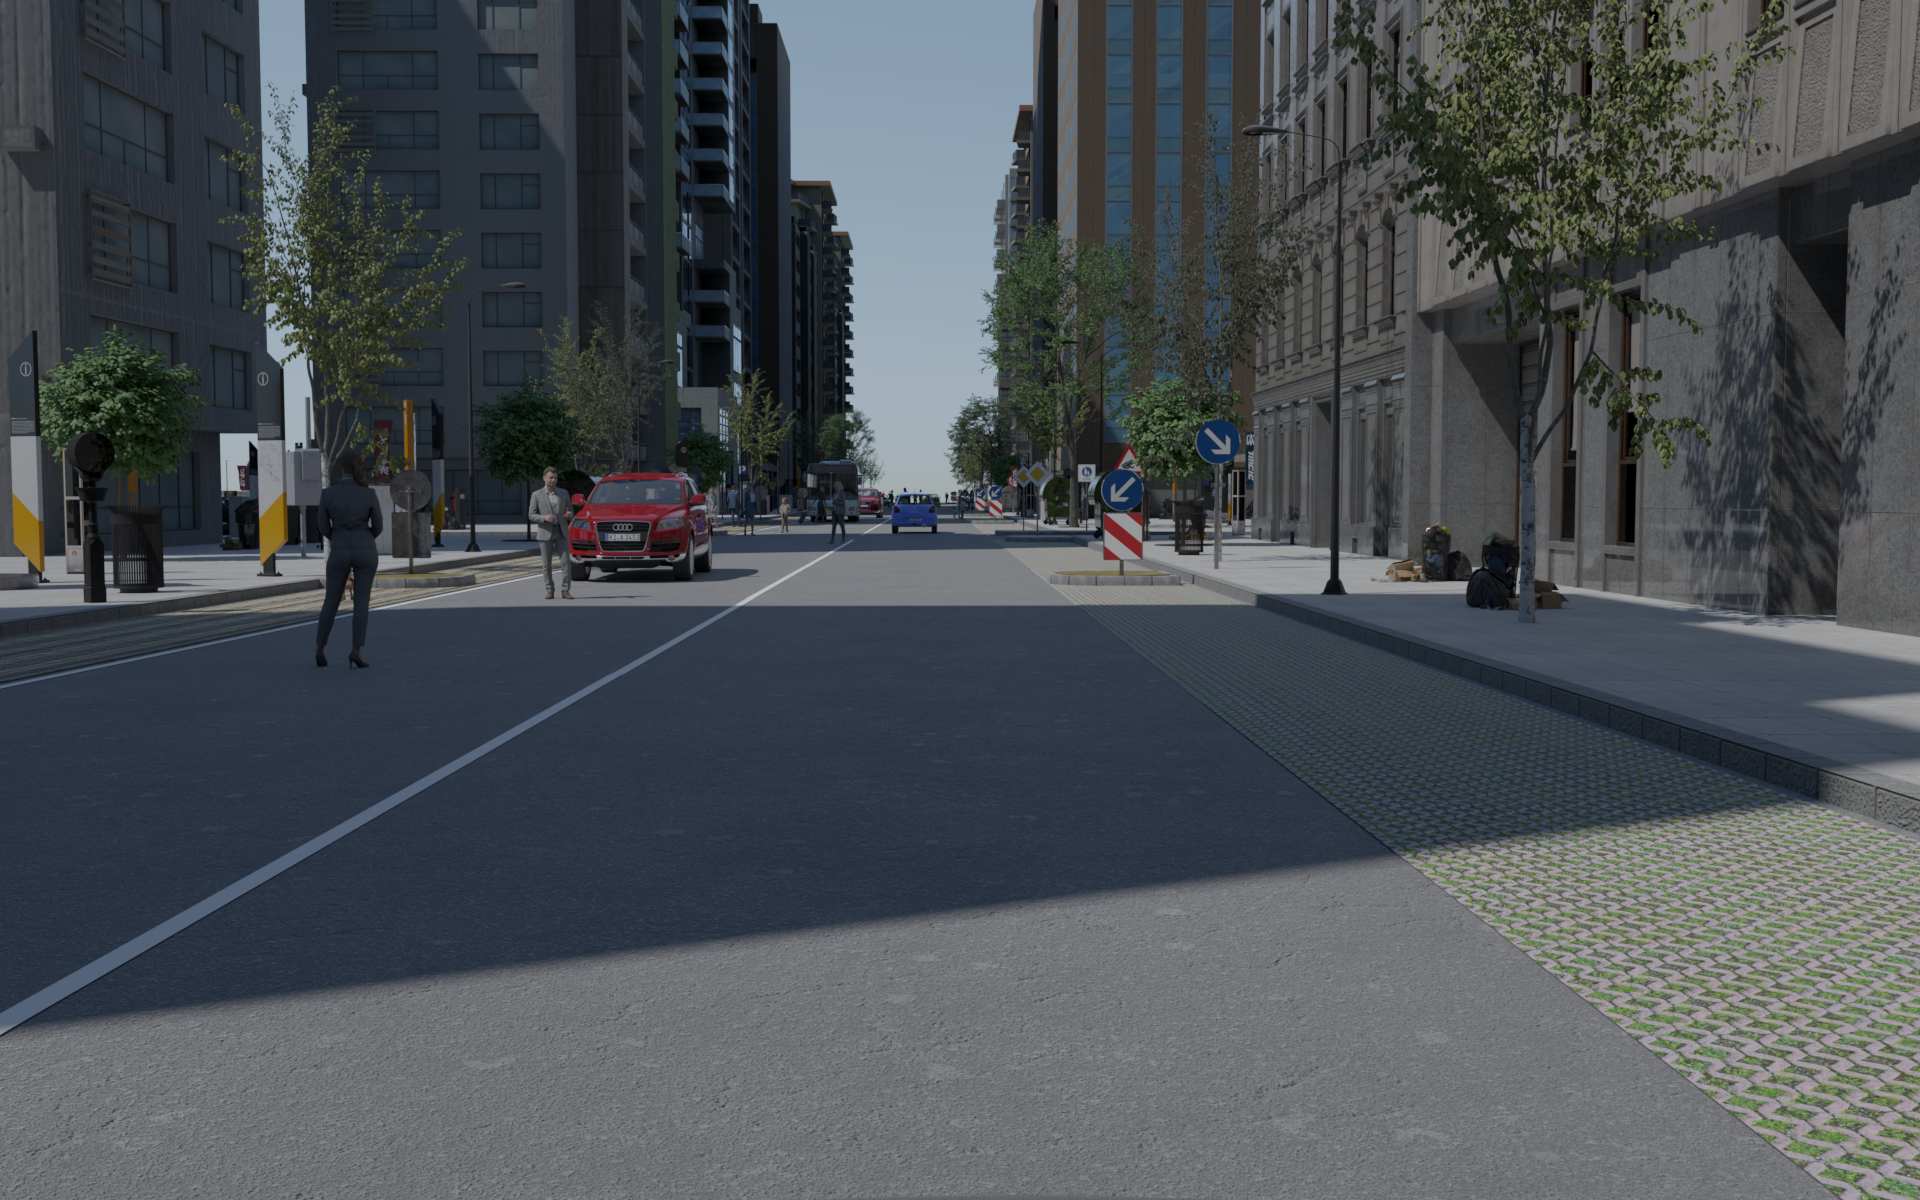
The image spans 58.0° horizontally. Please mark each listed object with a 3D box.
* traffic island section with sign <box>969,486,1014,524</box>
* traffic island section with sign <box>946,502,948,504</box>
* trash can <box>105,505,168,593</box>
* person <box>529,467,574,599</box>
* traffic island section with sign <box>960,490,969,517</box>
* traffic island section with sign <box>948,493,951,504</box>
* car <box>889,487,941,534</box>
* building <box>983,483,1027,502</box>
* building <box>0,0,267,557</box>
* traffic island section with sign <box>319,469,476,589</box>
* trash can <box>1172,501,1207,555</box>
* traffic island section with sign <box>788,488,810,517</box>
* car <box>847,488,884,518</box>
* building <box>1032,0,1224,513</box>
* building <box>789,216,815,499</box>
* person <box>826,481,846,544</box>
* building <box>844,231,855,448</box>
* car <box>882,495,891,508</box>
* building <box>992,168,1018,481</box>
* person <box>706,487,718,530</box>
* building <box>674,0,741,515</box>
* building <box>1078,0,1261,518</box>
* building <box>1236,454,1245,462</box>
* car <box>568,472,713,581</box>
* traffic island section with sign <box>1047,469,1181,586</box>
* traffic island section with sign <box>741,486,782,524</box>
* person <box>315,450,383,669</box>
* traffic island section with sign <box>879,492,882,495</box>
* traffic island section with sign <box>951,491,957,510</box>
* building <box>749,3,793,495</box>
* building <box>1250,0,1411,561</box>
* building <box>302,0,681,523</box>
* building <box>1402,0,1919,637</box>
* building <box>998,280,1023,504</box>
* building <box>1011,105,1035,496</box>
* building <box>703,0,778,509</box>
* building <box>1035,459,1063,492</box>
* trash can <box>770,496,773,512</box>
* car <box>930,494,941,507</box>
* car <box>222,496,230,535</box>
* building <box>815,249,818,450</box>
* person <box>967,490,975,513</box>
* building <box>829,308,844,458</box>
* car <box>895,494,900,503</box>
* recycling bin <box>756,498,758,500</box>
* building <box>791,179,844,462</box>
[{"bbox_3d":[1.571,-4.543,82.904,1.989,1.847,2.006,0,4,-1],"label":"traffic island section with sign"},{"bbox_3d":[-0.856,-14.304,242.494,1.989,1.847,2.006,0,4,-1],"label":"traffic island section with sign"},{"bbox_3d":[-10.715,-0.668,22.574,0.748,1.137,0.748,0,3,0],"label":"trash can"},{"bbox_3d":[-5.525,-0.910,23.573,0.606,1.804,0.583,-2,4,-30],"label":"person"},{"bbox_3d":[1.146,-6.220,110.330,1.989,1.847,2.006,0,4,-1],"label":"traffic island section with sign"},{"bbox_3d":[-0.021,-10.939,187.477,1.989,1.847,2.006,0,4,-1],"label":"traffic island section with sign"},{"bbox_3d":[-1.678,-3.339,64.184,1.945,1.707,3.694,0,4,-1],"label":"car"},{"bbox_3d":[19.889,-36.139,282.751,32.217,40.220,23.993,0,4,-1],"label":"building"},{"bbox_3d":[-25.171,-21.841,40.700,14.086,41.232,14.154,0,4,-1],"label":"building"},{"bbox_3d":[-8.693,-1.126,27.044,1.989,1.847,2.006,0,4,-1],"label":"traffic island section with sign"},{"bbox_3d":[4.820,-1.516,36.435,0.748,1.137,0.748,0,3,0],"label":"trash can"},{"bbox_3d":[-9.973,-6.211,110.171,1.989,1.847,2.006,0,4,-1],"label":"traffic island section with sign"},{"bbox_3d":[-5.676,-5.826,103.932,2.281,1.827,5.304,0,4,0],"label":"car"},{"bbox_3d":[13.434,-30.350,146.325,14.600,45.320,14.200,0,4,-1],"label":"building"},{"bbox_3d":[-22.815,-24.877,178.442,14.160,30.474,14.107,0,4,-1],"label":"building"},{"bbox_3d":[-3.518,-2.514,49.780,0.526,1.800,0.537,-3,4,-36],"label":"person"},{"bbox_3d":[-28.451,-38.214,279.426,22.147,44.769,28.867,0,4,-1],"label":"building"},{"bbox_3d":[-8.220,-10.401,182.643,1.945,1.354,3.894,0,4,-3],"label":"car"},{"bbox_3d":[16.217,-38.839,254.622,23.786,49.044,30.456,0,4,-1],"label":"building"},{"bbox_3d":[-9.307,-3.399,65.071,0.512,1.701,0.522,0,4,-1],"label":"person"},{"bbox_3d":[-26.006,-49.226,117.523,22.319,86.520,31.000,0,4,-1],"label":"building"},{"bbox_3d":[12.872,-27.318,96.766,14.600,45.320,14.200,0,4,-1],"label":"building"},{"bbox_3d":[26.689,-25.553,72.409,28.867,44.769,22.147,0,4,-1],"label":"building"},{"bbox_3d":[-5.517,-1.322,30.292,2.281,1.827,5.304,0,4,-3],"label":"car"},{"bbox_3d":[2.418,-1.172,27.794,1.989,1.847,2.006,0,4,-1],"label":"traffic island section with sign"},{"bbox_3d":[-9.551,-4.562,83.219,1.989,1.847,2.006,0,4,-1],"label":"traffic island section with sign"},{"bbox_3d":[-5.058,-0.339,14.320,0.520,1.790,0.573,-2,4,-29],"label":"person"},{"bbox_3d":[-12.398,-15.977,269.854,1.989,1.847,2.006,0,4,-1],"label":"traffic island section with sign"},{"bbox_3d":[0.391,-9.266,160.127,1.989,1.847,2.006,0,4,-1],"label":"traffic island section with sign"},{"bbox_3d":[-23.342,-31.368,162.979,14.600,45.320,14.200,0,4,-1],"label":"building"},{"bbox_3d":[13.098,-11.661,39.816,9.793,20.994,18.267,0,4,-1],"label":"building"},{"bbox_3d":[-21.194,-24.291,80.751,14.154,41.232,14.086,0,4,-1],"label":"building"},{"bbox_3d":[14.122,-12.393,20.650,12.078,24.808,19.932,0,4,-1],"label":"building"},{"bbox_3d":[12.021,-28.175,232.358,14.160,30.474,14.107,0,4,-1],"label":"building"},{"bbox_3d":[17.001,-32.947,193.306,22.147,44.769,28.867,0,4,-1],"label":"building"},{"bbox_3d":[-26.032,-43.205,144.661,20.563,71.187,20.611,0,4,-1],"label":"building"},{"bbox_3d":[16.175,-41.782,121.387,20.563,71.187,20.611,0,4,-1],"label":"building"},{"bbox_3d":[-13.559,-6.792,122.699,0.748,1.137,0.748,0,3,0],"label":"trash can"},{"bbox_3d":[-3.038,-10.877,186.632,1.959,1.807,4.718,0,4,-1],"label":"car"},{"bbox_3d":[-23.653,-2.756,54.848,4.222,1.686,2.009,0,4,-3],"label":"car"},{"bbox_3d":[-23.335,-25.738,192.517,14.160,30.474,14.107,0,4,-1],"label":"building"},{"bbox_3d":[0.764,-7.230,127.296,0.593,1.750,0.643,-1,4,-22],"label":"person"},{"bbox_3d":[-24.637,-29.766,258.368,14.160,30.474,14.107,0,4,-1],"label":"building"},{"bbox_3d":[-9.296,-15.915,272.205,2.014,1.417,4.499,0,4,0],"label":"car"},{"bbox_3d":[-13.489,-6.063,111.678,0.722,1.027,0.722,-2,4,-28],"label":"recycling bin"},{"bbox_3d":[-27.994,-35.533,235.584,22.147,44.769,28.867,0,4,-1],"label":"building"}]
